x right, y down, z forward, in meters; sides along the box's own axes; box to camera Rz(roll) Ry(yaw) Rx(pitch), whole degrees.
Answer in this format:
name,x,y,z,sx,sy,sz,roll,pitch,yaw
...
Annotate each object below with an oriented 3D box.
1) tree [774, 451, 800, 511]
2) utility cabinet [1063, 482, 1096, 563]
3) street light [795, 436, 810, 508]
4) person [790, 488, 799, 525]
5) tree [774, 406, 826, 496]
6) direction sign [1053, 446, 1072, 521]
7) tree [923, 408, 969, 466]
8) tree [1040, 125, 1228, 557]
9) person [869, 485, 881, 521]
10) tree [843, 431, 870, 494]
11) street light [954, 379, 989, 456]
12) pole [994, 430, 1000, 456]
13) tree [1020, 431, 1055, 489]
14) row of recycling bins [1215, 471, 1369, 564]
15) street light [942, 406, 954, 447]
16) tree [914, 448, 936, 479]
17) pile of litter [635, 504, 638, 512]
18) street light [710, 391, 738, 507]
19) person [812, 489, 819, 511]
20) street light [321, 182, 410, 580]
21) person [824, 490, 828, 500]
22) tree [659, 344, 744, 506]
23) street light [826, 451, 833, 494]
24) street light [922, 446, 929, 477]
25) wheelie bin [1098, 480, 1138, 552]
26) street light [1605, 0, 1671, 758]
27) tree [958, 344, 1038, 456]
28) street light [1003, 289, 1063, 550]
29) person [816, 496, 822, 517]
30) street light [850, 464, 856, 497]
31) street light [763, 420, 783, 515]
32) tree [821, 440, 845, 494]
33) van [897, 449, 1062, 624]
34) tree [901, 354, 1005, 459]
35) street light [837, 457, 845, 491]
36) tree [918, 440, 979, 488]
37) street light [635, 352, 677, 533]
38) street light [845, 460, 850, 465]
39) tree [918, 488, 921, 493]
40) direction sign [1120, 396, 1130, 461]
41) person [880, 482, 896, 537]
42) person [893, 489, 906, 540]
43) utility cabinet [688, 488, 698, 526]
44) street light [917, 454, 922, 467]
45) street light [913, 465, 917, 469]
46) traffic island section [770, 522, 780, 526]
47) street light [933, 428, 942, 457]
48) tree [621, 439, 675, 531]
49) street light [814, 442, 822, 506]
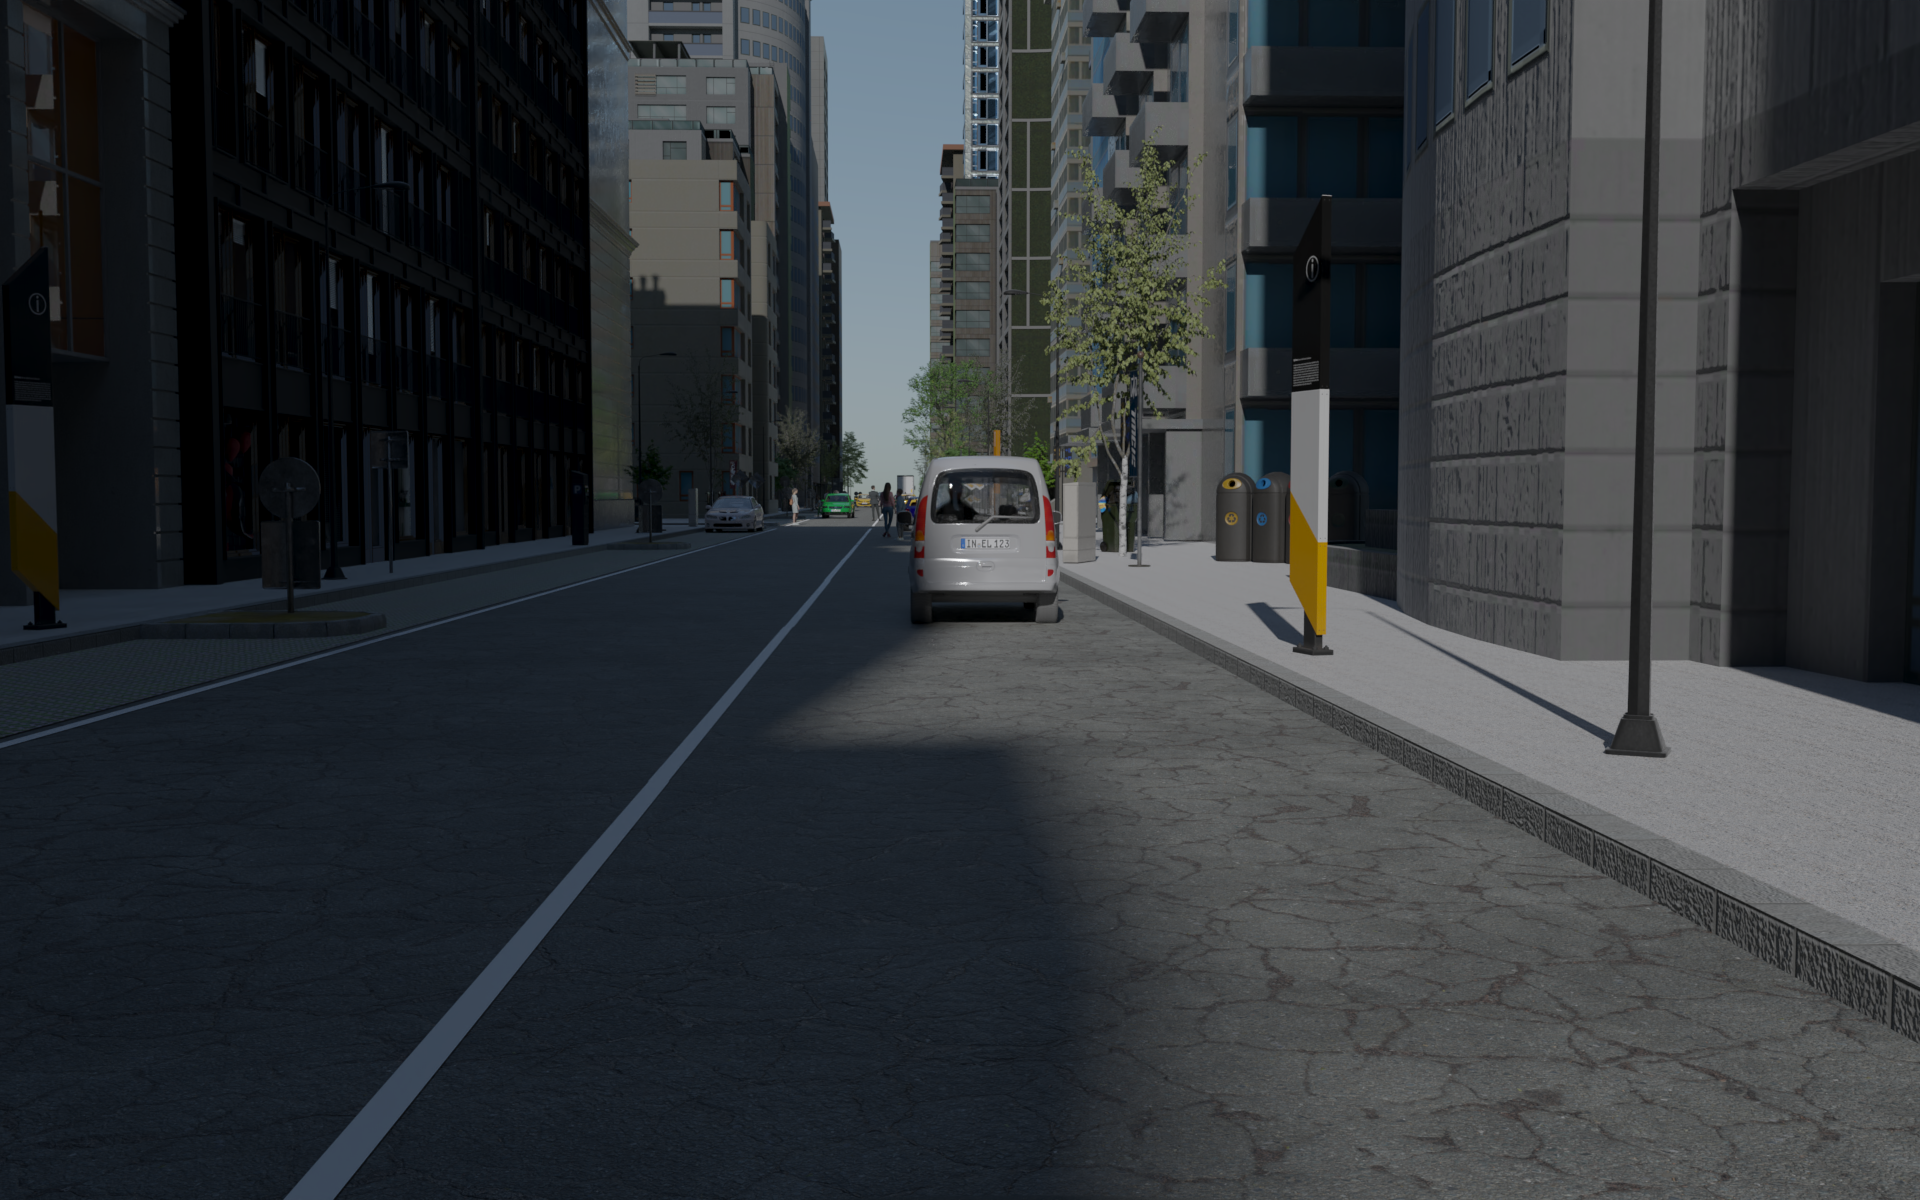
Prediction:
name,x,y,z,sx,sy,sz,roll,pitch,yaw
tree,-13.881,-9.083,132.213,4.285,4.588,4.351,0,3,0
utility cabinet,2.228,-1.453,32.432,0.318,1.500,1.173,1,4,21
street light,-12.686,-10.175,138.902,1.470,5.913,1.316,0,4,-2
person,-7.683,-4.353,80.683,0.522,1.701,0.512,-1,4,-22
tree,-14.045,-12.138,148.823,4.360,8.622,3.978,0,3,0
direction sign,4.838,-5.489,81.737,0.876,3.537,0.379,0,4,0
tree,-1.088,-11.816,143.557,4.737,8.622,4.395,0,3,0
tree,3.393,-5.209,35.533,4.737,8.622,4.395,0,3,0
person,-4.565,-5.183,92.611,0.648,1.900,0.474,0,4,-1
tree,-20.142,-24.102,312.196,7.486,12.596,7.792,0,3,0
street light,0.609,-5.975,70.228,1.470,5.913,1.316,0,4,-2
pole,1.180,-3.761,55.341,0.158,3.312,0.155,0,3,0
tree,2.242,-3.580,53.129,1.663,3.219,1.824,0,3,0
row of recycling bins,6.116,-1.525,32.044,1.069,1.692,3.534,-3,4,-36
street light,-0.050,-7.286,91.664,1.470,5.913,1.316,0,4,-2
tree,-4.328,-17.710,239.921,4.360,8.622,3.978,0,3,0
pile of litter,-15.279,-4.200,82.627,1.719,0.858,1.176,-2,4,-25
street light,-10.657,-6.440,77.834,1.470,5.913,1.316,0,4,-2
person,-11.387,-7.766,135.430,0.822,1.834,0.622,-1,4,-13
street light,-8.869,-3.263,25.883,1.470,5.913,1.316,0,4,-2
person,-9.499,-7.065,124.587,0.480,1.755,0.524,0,4,6
tree,-12.284,-8.185,84.185,4.360,8.622,3.978,0,3,0
street light,-14.408,-13.031,185.593,1.470,5.913,1.316,0,4,-2
street light,-2.716,-11.933,167.643,1.470,5.913,1.316,0,4,-2
wheelie bin,3.544,-1.856,38.252,0.980,1.594,0.693,-2,4,-31
street light,2.823,-2.193,8.400,1.470,5.913,1.316,0,4,-2
tree,1.701,-8.273,85.628,4.360,8.622,3.978,0,3,0
street light,1.682,-4.096,39.505,1.470,5.913,1.316,0,4,-2
person,-8.663,-5.771,107.112,0.590,1.304,0.306,-2,4,-27
street light,-17.287,-18.069,267.971,1.470,5.913,1.316,0,4,-2
street light,-11.739,-8.307,108.366,1.470,5.913,1.316,0,4,-2
tree,-17.199,-17.003,228.357,4.737,8.622,4.395,0,3,0
van,0.242,-0.827,20.535,2.013,2.044,4.112,0,4,-1
tree,-0.652,-12.317,127.138,9.928,11.665,9.643,0,3,0
street light,-15.427,-14.901,216.177,1.470,5.913,1.316,0,4,-2
tree,0.068,-7.389,104.523,4.285,4.588,4.351,0,3,0
street light,-9.958,-5.154,56.809,1.470,5.913,1.316,0,4,-2
street light,-16.191,-16.202,237.440,1.470,5.913,1.316,0,4,-2
tree,-6.144,-17.808,285.760,1.663,3.219,1.824,0,3,0
direction sign,3.853,-2.959,40.381,0.379,3.537,0.876,-1,4,-8
person,-2.376,-2.995,57.470,0.555,1.821,0.388,0,4,3
person,-1.861,-2.654,53.711,0.330,1.601,0.589,1,4,22
utility cabinet,-10.585,-3.668,68.644,0.318,1.500,1.173,0,4,-5
street light,-3.885,-13.862,199.180,1.470,5.913,1.316,0,4,-2
street light,-5.649,-16.977,250.115,1.470,5.913,1.316,0,4,-2
traffic island section,-9.187,-3.416,78.129,2.009,0.180,2.903,0,4,-2
street light,-1.219,-9.153,122.192,1.470,5.913,1.316,0,4,-2
tree,-10.647,-4.017,60.284,1.663,3.219,1.824,0,3,0
street light,-13.257,-11.120,154.347,1.470,5.913,1.316,0,4,-2
